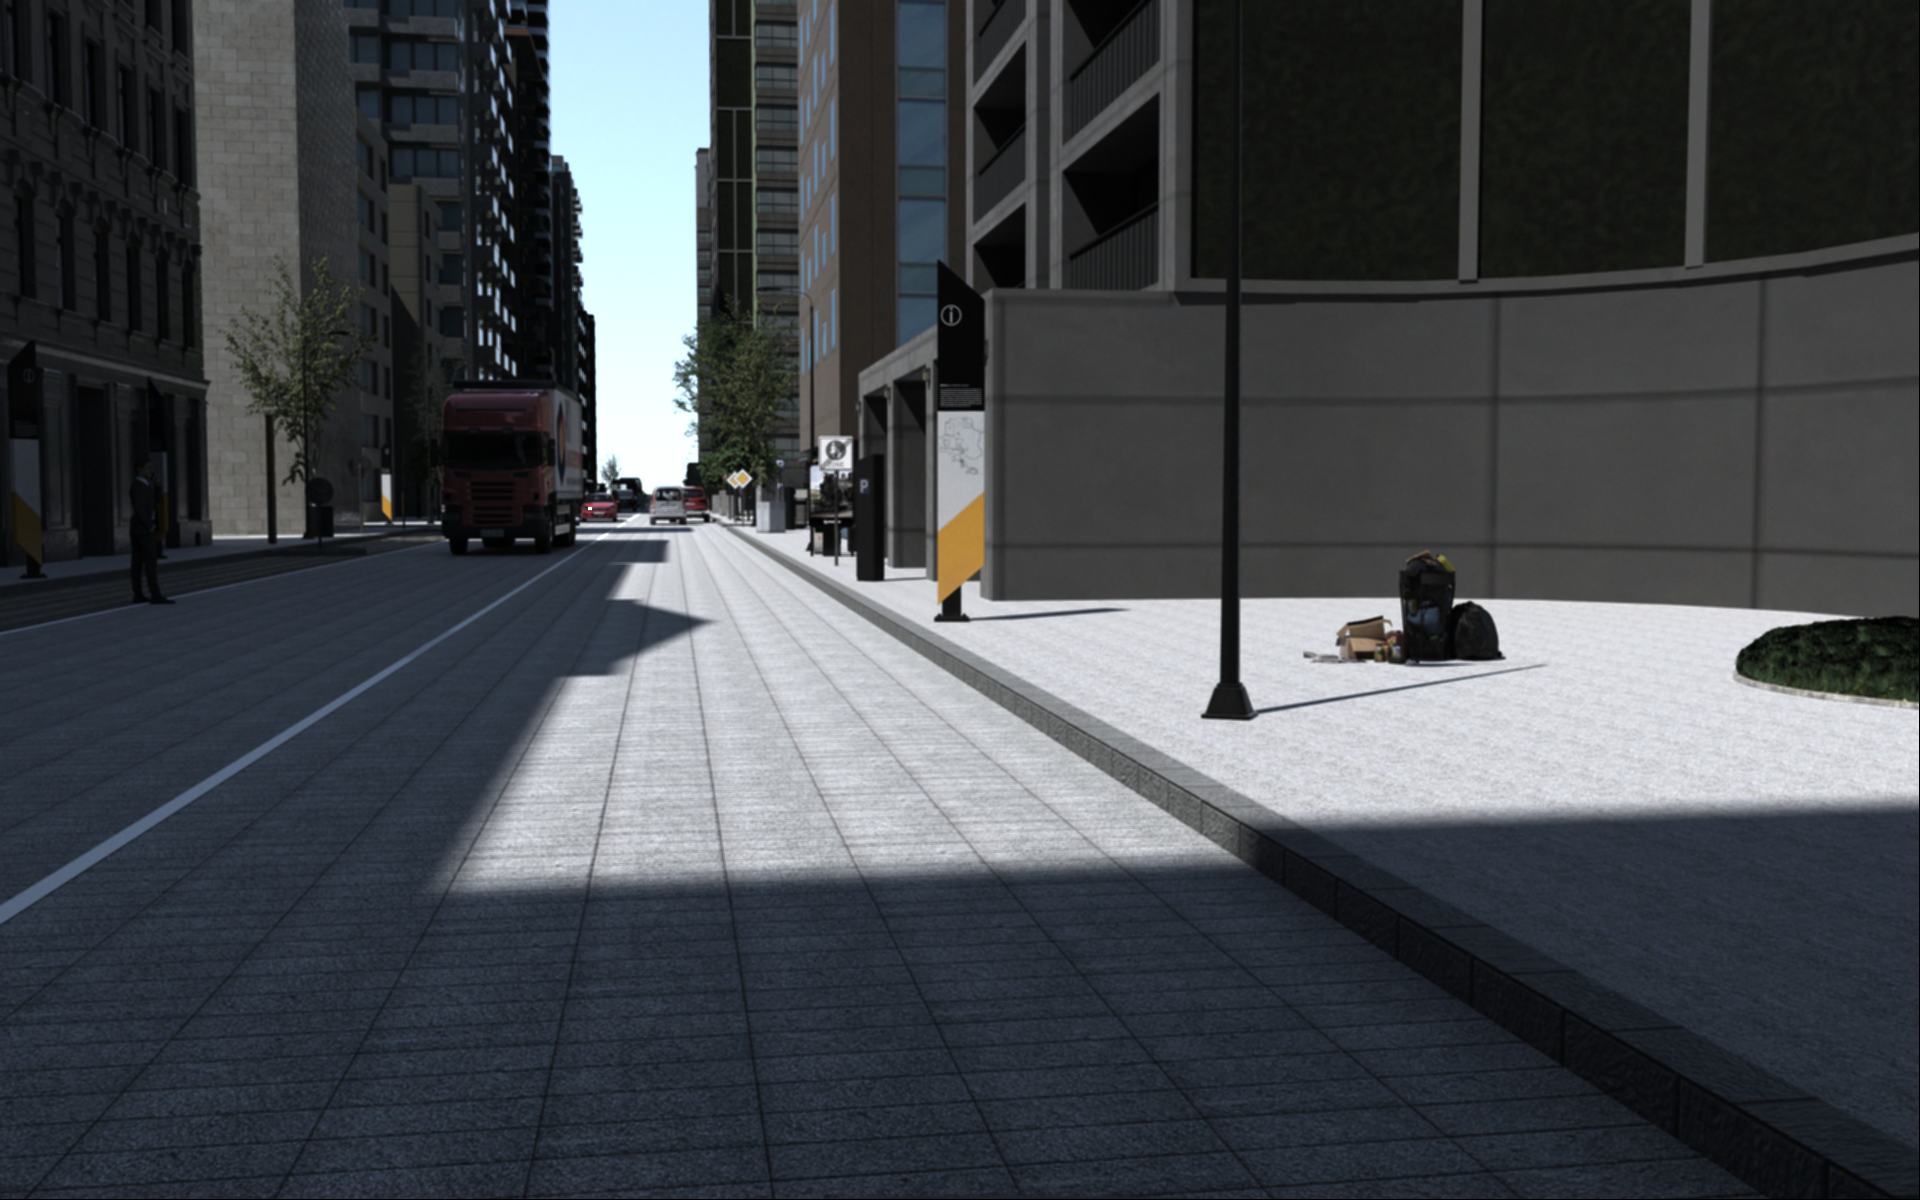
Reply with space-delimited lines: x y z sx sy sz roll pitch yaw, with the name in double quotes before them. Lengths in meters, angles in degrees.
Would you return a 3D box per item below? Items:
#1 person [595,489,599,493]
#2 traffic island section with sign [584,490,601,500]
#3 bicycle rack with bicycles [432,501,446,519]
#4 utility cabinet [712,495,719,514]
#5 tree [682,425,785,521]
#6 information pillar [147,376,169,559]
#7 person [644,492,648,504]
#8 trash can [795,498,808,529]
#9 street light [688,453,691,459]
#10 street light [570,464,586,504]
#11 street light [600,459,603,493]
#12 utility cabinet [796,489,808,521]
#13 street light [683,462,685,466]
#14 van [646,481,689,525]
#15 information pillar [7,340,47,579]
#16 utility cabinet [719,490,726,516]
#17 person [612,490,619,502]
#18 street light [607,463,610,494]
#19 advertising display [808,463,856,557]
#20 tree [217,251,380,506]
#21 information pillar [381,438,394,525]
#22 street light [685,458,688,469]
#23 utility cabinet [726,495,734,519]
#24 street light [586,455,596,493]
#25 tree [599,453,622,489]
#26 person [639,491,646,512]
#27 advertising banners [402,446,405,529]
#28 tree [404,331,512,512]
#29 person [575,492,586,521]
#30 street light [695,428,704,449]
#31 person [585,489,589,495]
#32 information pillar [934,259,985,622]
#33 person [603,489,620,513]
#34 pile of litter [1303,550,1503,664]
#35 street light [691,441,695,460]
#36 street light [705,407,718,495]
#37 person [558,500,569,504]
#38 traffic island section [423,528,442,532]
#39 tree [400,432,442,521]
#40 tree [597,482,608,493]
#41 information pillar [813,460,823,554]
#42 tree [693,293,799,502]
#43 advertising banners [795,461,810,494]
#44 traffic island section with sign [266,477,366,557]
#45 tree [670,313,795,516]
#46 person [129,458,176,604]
"person" -21.753 -5.805 104.248 0.643 1.720 0.563 1 4 14
"traffic island section with sign" -37.067 -10.025 172.539 1.989 1.847 2.006 -1 4 -9
"bicycle rack with bicycles" -25.646 -4.608 88.726 2.852 0.926 2.925 -2 4 -31
"utility cabinet" -15.839 -6.303 114.216 1.020 1.237 0.306 0 4 -7
"tree" -10.116 -6.026 82.239 4.285 4.588 4.351 0 3 0
"information pillar" -15.851 -2.622 34.228 0.504 3.616 0.183 2 4 35
"person" -44.436 -14.385 244.244 0.990 1.755 0.434 1 4 16
"trash can" -5.996 -3.231 64.485 0.748 1.137 0.748 0 3 0
"street light" -25.144 -11.868 166.574 1.470 5.913 1.316 -1 4 -9
"street light" -39.407 -12.541 177.587 1.470 5.913 1.316 -1 4 -9
"street light" -48.453 -15.849 231.673 1.470 5.913 1.316 -1 4 -9
"utility cabinet" -7.363 -4.481 81.949 0.318 1.500 1.173 -2 4 -32
"street light" -34.877 -15.404 224.398 1.470 5.913 1.316 -1 4 -9
"van" -13.749 -4.553 81.453 2.013 2.044 4.112 -1 4 -11
"information pillar" -14.125 -2.130 26.178 0.183 3.616 0.504 1 4 16
"utility cabinet" -13.981 -5.706 101.964 0.318 1.500 1.173 -1 4 -14
"person" -27.633 -7.938 138.689 0.661 1.777 0.834 -1 4 -14
"street light" -53.189 -17.590 260.139 1.470 5.913 1.316 -1 4 -9
"advertising display" -2.637 -1.859 35.615 0.974 1.923 0.123 1 4 9
"tree" -19.622 -6.203 51.775 4.737 8.622 4.395 0 3 0
"information pillar" -24.073 -4.979 72.768 0.504 3.616 0.183 2 4 24
"street light" -29.900 -13.608 195.037 1.470 5.913 1.316 -1 4 -9
"utility cabinet" -12.006 -4.849 90.445 0.306 1.237 1.020 -1 4 -13
"street light" -44.010 -14.284 206.076 1.470 5.913 1.316 -1 4 -9
"tree" -61.096 -21.577 303.143 4.737 8.622 4.395 0 3 0
"person" -24.781 -7.692 135.269 0.512 1.701 0.522 0 4 -6
"advertising banners" -20.364 -4.109 63.369 0.090 3.025 2.074 -1 4 -20
"tree" -23.557 -7.891 79.378 4.360 8.622 3.978 0 3 0
"person" -19.978 -5.083 91.392 0.659 1.850 0.755 -1 4 -19
"street light" -17.616 -9.094 121.229 1.470 5.913 1.316 -1 4 -9
"person" -25.193 -6.645 117.330 0.511 1.800 0.466 1 4 18
"information pillar" -0.002 -1.589 17.340 0.504 3.616 0.183 0 4 3
"person" -26.612 -7.533 131.883 1.509 1.804 0.699 -2 4 -25
"pile of litter" 3.489 0.023 13.594 1.719 0.858 1.176 0 4 -3
"street light" -22.312 -10.841 149.795 1.470 5.913 1.316 -1 4 -9
"street light" -12.737 -7.334 92.445 1.470 5.913 1.316 -1 4 -9
"person" -17.856 -4.218 77.633 0.590 1.801 0.661 3 5 42
"traffic island section" -19.279 -2.682 66.138 2.009 0.180 2.903 -1 4 -9
"tree" -25.494 -6.159 84.416 4.285 4.588 4.351 0 3 0
"tree" -56.122 -16.985 272.312 1.663 3.219 1.824 0 3 0
"information pillar" -2.930 -1.988 37.001 0.304 2.012 0.304 2 4 24
"tree" -7.442 -6.861 62.541 4.737 8.622 4.395 0 3 0
"advertising banners" -8.483 -5.849 91.811 0.090 3.025 2.074 2 4 33
"traffic island section with sign" -15.022 -1.951 40.530 1.989 1.847 2.006 -1 4 -9
"tree" -13.152 -10.676 100.313 9.928 11.665 9.643 0 3 0
"person" -10.628 -0.908 22.709 0.474 1.900 0.648 -3 4 -38
